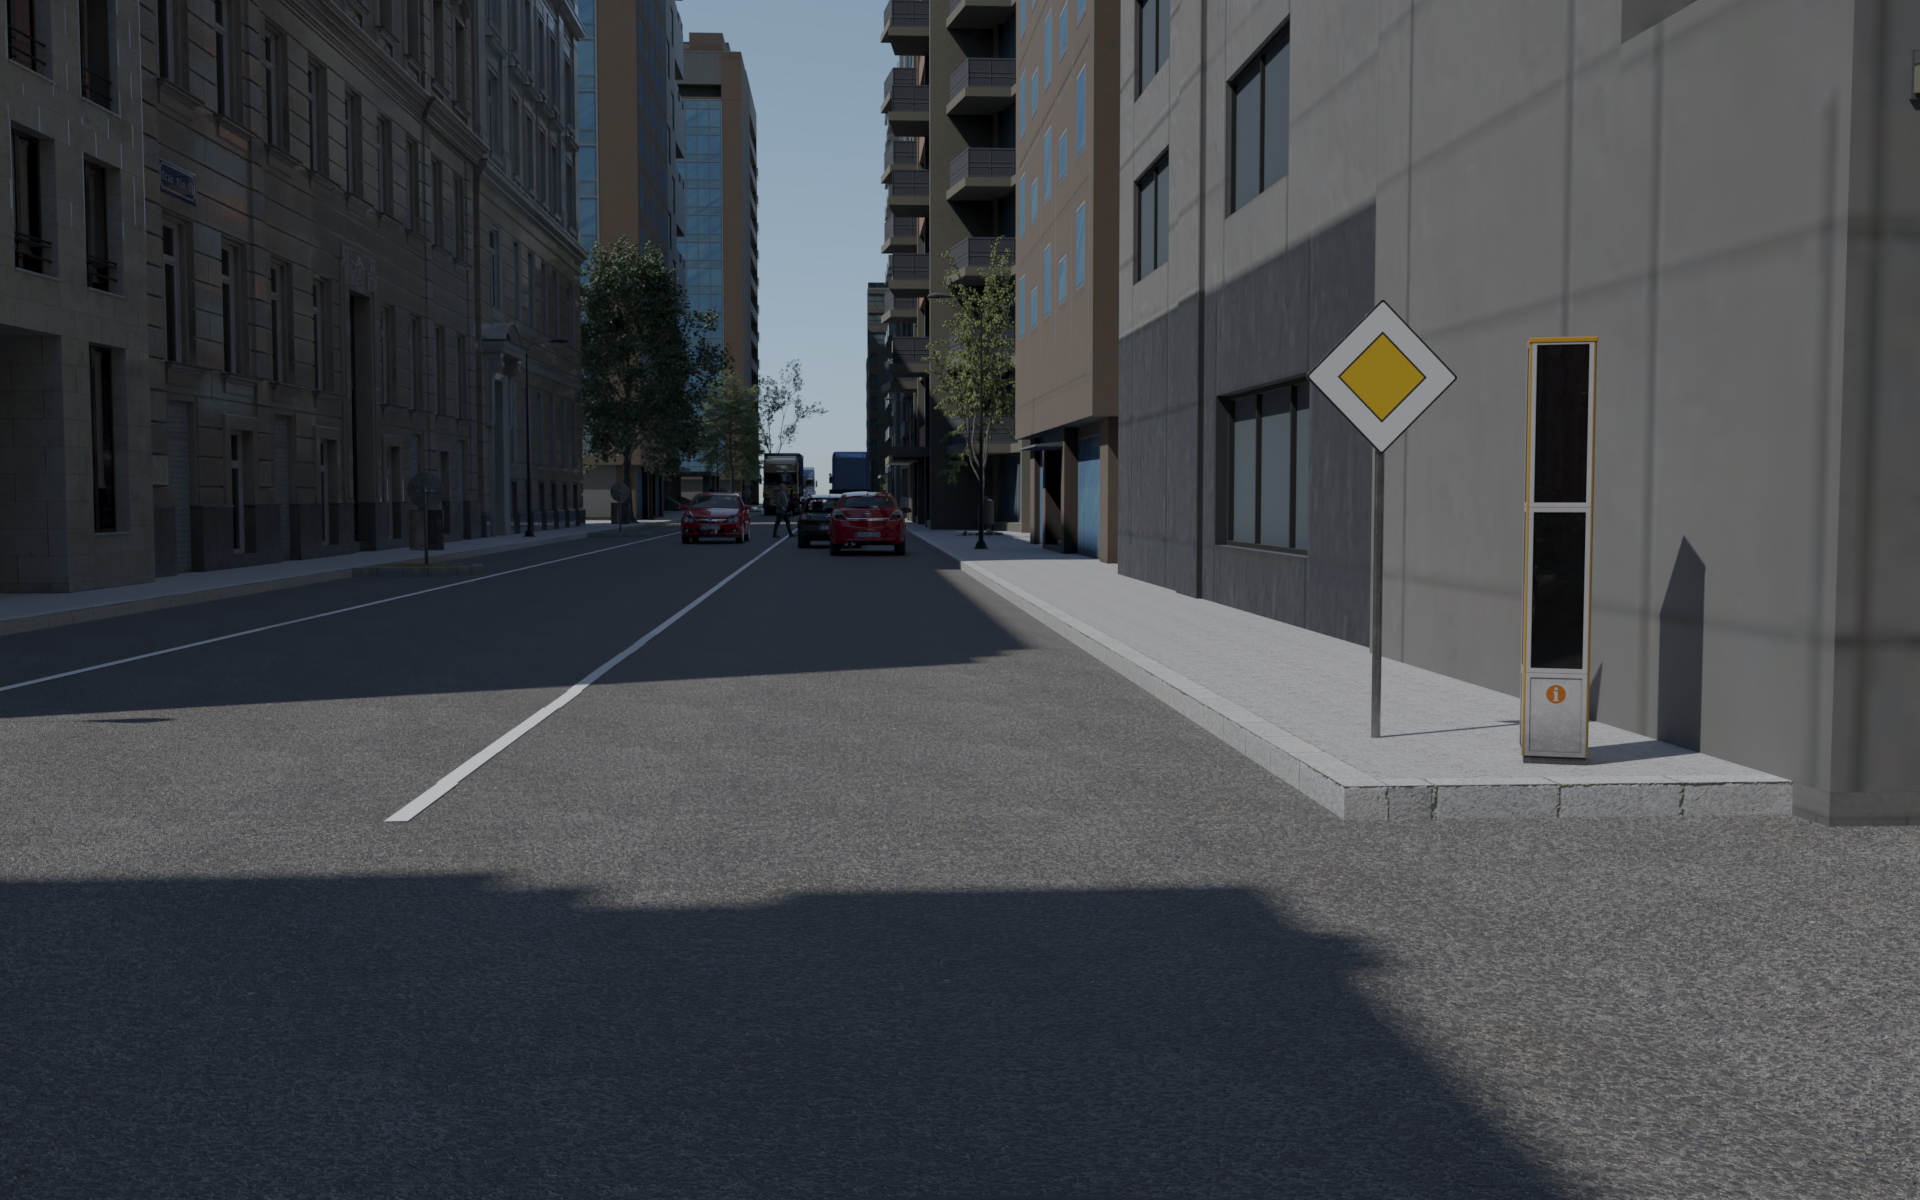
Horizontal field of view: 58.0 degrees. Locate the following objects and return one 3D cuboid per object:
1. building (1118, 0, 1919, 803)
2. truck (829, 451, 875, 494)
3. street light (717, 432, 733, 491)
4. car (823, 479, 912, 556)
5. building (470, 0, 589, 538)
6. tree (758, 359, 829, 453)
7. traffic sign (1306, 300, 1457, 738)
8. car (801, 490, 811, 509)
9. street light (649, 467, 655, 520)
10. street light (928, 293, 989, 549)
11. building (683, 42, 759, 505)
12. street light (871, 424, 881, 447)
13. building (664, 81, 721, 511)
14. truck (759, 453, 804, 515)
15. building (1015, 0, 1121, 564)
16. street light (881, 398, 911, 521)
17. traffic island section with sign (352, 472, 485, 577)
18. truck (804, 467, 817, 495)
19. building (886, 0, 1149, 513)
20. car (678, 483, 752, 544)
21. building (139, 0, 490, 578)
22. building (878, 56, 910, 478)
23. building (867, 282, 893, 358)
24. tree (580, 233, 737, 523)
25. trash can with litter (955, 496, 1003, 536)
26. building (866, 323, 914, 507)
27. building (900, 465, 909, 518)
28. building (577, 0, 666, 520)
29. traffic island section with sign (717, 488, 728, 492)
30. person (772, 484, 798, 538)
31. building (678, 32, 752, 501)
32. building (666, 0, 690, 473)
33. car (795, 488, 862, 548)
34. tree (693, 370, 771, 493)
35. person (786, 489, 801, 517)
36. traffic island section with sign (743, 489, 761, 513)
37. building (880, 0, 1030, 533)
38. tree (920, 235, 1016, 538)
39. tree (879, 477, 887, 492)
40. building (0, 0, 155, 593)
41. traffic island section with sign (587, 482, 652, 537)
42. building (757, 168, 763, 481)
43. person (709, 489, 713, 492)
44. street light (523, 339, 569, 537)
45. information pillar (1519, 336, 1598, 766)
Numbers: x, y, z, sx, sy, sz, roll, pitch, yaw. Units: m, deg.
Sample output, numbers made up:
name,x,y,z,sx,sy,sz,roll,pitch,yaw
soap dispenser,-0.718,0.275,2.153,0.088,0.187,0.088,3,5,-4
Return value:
name,x,y,z,sx,sy,sz,roll,pitch,yaw
building,13.350,-35.343,16.112,20.611,71.187,20.563,0,4,-4
truck,-6.679,-6.959,103.545,2.967,4.110,18.799,0,4,-2
street light,-17.601,-9.599,129.479,1.470,5.913,1.316,0,4,-4
car,-2.233,-2.006,41.842,2.155,1.783,4.494,0,4,-3
building,-20.725,-16.717,59.220,13.634,28.700,20.117,0,4,-4
tree,-25.096,-23.607,241.864,12.611,20.169,13.585,0,3,0
traffic sign,2.187,-0.331,9.061,0.795,2.450,0.064,0,4,-4
car,-13.053,-7.925,138.249,2.281,1.827,5.304,0,4,-5
street light,-14.612,-6.878,84.997,1.470,5.913,1.316,0,4,-4
street light,-0.050,-4.140,40.231,1.470,5.913,1.316,0,4,-4
building,-33.424,-34.640,190.063,21.300,48.544,21.600,0,4,-4
street light,-4.968,-8.706,114.876,1.470,5.913,1.316,0,4,-4
building,-35.406,-27.128,135.416,32.217,40.220,23.993,0,4,-4
truck,-12.244,-8.027,120.150,2.839,4.237,11.283,0,4,-3
building,8.805,-23.698,37.569,14.600,45.320,14.200,0,4,-4
street light,-2.947,-6.795,83.636,1.470,5.913,1.316,0,4,-4
traffic island section with sign,-9.614,-1.365,30.952,1.989,1.847,2.006,0,4,-4
truck,-16.084,-11.584,179.154,2.967,4.110,18.799,0,4,-4
building,4.051,-43.465,148.903,20.563,71.187,20.611,0,4,-4
car,-7.238,-2.595,51.467,2.155,1.783,4.494,0,4,-3
building,-18.663,-14.649,36.781,12.463,27.353,25.104,0,4,-4
building,3.270,-34.567,184.774,23.786,49.044,30.456,0,4,-4
building,-5.650,-28.429,236.518,14.160,30.474,14.107,0,4,-4
tree,-14.687,-9.739,76.241,9.611,12.733,9.660,0,3,0
trash can with litter,0.535,-2.607,53.687,1.678,1.210,2.233,3,5,41
building,2.329,-22.647,215.322,27.650,21.520,28.899,0,4,-4
building,12.866,-24.829,97.837,32.217,40.220,23.993,0,4,-4
building,-22.794,-26.858,89.231,14.600,45.320,14.200,0,4,-4
traffic island section with sign,-14.684,-6.049,107.526,1.989,1.847,2.006,0,4,-4
person,-5.775,-2.944,57.039,0.834,1.777,0.661,1,4,9
building,-28.175,-31.957,172.602,14.600,45.320,14.200,0,4,-4
building,-31.900,-31.805,109.257,28.713,52.752,27.495,0,4,-4
car,-3.508,-2.285,47.149,2.009,1.686,4.222,0,4,-3
tree,-21.179,-14.695,158.392,7.486,12.596,7.792,0,3,0
person,-10.425,-5.983,107.006,1.217,1.739,0.721,-1,4,-19
traffic island section with sign,-16.471,-7.701,134.535,1.989,1.847,2.006,0,4,-4
building,7.986,-25.389,69.738,22.147,44.769,28.867,0,4,-4
tree,0.697,-6.113,50.316,4.737,8.622,4.395,0,3,0
tree,-6.740,-10.629,168.388,1.663,3.219,1.824,0,3,0
building,-16.334,-9.855,15.885,10.420,20.320,16.860,0,4,-4
traffic island section with sign,-11.413,-3.033,58.215,1.989,1.847,2.006,0,4,-4
building,-36.588,-36.535,216.962,23.786,49.044,30.456,0,4,-4
person,-13.816,-5.278,95.524,0.721,1.735,1.217,0,4,1
street light,-12.406,-4.854,51.909,1.470,5.913,1.316,0,4,-4
information pillar,2.857,-0.232,8.288,0.304,2.012,0.304,1,4,16
